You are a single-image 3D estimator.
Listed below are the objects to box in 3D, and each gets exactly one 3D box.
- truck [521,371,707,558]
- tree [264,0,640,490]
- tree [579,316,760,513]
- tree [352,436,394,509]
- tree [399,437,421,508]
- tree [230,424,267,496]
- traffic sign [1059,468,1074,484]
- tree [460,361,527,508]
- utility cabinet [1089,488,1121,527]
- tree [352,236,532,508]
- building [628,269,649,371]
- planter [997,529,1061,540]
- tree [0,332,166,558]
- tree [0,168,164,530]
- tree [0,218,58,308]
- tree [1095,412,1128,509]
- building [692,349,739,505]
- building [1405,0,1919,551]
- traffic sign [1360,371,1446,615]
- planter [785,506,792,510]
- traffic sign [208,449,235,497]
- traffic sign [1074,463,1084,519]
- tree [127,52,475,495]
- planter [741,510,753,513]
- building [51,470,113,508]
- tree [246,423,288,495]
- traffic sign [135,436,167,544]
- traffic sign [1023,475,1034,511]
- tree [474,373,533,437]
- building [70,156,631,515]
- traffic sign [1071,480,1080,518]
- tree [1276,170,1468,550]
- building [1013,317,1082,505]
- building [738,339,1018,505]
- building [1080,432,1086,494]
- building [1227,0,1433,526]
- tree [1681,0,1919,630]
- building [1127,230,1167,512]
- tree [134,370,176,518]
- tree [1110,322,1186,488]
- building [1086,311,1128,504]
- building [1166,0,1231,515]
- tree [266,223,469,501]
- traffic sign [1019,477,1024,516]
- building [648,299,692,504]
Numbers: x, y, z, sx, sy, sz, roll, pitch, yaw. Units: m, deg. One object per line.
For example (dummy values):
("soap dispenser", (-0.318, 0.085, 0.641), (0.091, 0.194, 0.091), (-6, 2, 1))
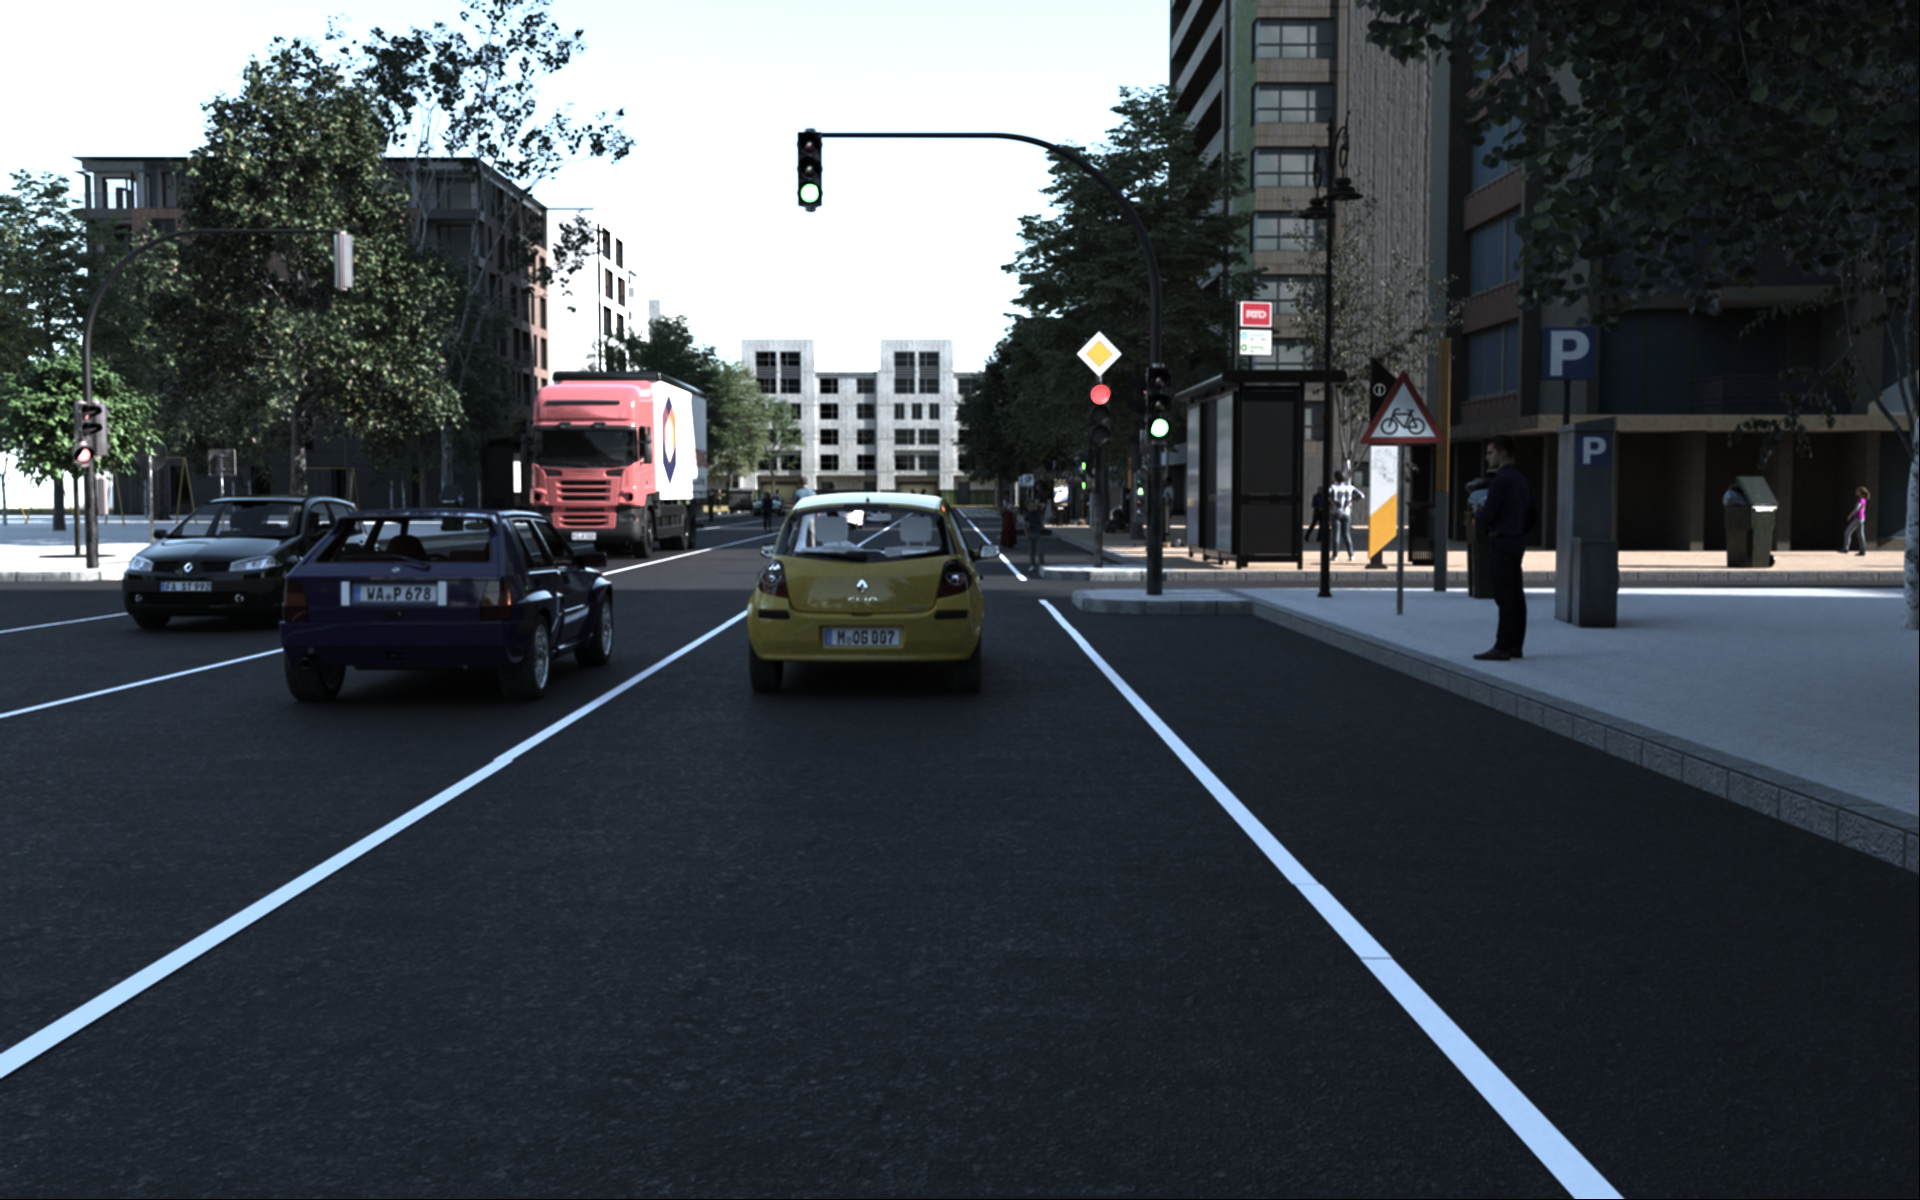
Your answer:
("truck", (-8.097, -3.242, 41.920), (2.839, 4.237, 11.283), (0, 4, -1))
("tree", (-17.368, -12.443, 59.327), (12.611, 20.169, 13.585), (0, 3, 0))
("tree", (-18.477, -10.684, 100.440), (9.928, 11.665, 9.643), (0, 3, 0))
("tree", (-31.564, -8.863, 95.269), (4.360, 8.622, 3.978), (0, 3, 0))
("tree", (-33.221, -9.341, 103.093), (4.737, 8.622, 4.395), (0, 3, 0))
("tree", (-42.547, -9.267, 101.879), (4.360, 8.622, 3.978), (0, 3, 0))
("traffic sign", (5.255, -5.190, 84.963), (0.768, 2.556, 0.104), (0, 4, 2))
("tree", (-25.965, -8.803, 94.292), (4.737, 8.622, 4.395), (0, 3, 0))
("utility cabinet", (5.516, -3.490, 65.737), (1.173, 1.500, 0.318), (-1, 4, -16))
("tree", (-26.351, -10.936, 85.461), (9.857, 13.997, 8.962), (0, 3, 0))
("building", (-34.076, -17.575, 143.772), (16.016, 20.091, 11.380), (0, 4, -1))
("planter", (2.181, -2.082, 55.188), (1.991, 0.319, 1.994), (0, 4, -1))
("tree", (-18.108, -3.152, 35.245), (4.285, 4.588, 4.351), (0, 3, 0))
("tree", (-32.420, -8.749, 61.171), (7.486, 12.596, 7.792), (0, 3, 0))
("tree", (-25.929, -5.855, 46.090), (4.737, 8.622, 4.395), (0, 3, 0))
("tree", (8.712, -8.715, 92.860), (4.360, 8.622, 3.978), (0, 3, 0))
("building", (-40.692, -20.687, 204.687), (31.486, 18.905, 16.747), (0, 4, -1))
("building", (26.861, -24.007, 47.132), (28.867, 44.769, 22.147), (0, 4, -1))
("traffic sign", (4.676, -1.122, 18.345), (0.884, 2.594, 0.081), (1, 4, 9))
("planter", (-15.874, -8.459, 159.441), (1.991, 0.319, 1.994), (0, 4, -1))
("traffic sign", (-16.768, -2.278, 39.371), (0.606, 2.300, 0.079), (0, 4, 1))
("traffic sign", (5.116, -4.401, 72.056), (0.768, 2.556, 0.104), (1, 4, 9))
("tree", (-17.283, -7.842, 45.220), (9.611, 12.733, 9.660), (0, 3, 0))
("planter", (-15.631, -6.809, 132.458), (1.991, 0.319, 1.994), (0, 4, -1))
("building", (-72.685, -13.886, 169.177), (28.070, 9.664, 9.099), (0, 4, -1))
("tree", (-37.780, -8.694, 92.514), (4.737, 8.622, 4.395), (0, 3, 0))
("traffic sign", (-17.698, -2.310, 37.882), (0.768, 2.556, 0.104), (1, 4, 9))
("traffic sign", (3.528, -5.352, 89.642), (0.606, 2.300, 0.079), (1, 4, 9))
("tree", (-27.206, -9.254, 101.660), (4.360, 8.622, 3.978), (0, 3, 0))
("building", (-39.860, -16.974, 121.505), (27.936, 21.610, 32.646), (0, 4, -1))
("traffic sign", (5.819, -5.160, 84.366), (0.884, 2.594, 0.081), (0, 4, 7))
("tree", (9.058, -5.458, 39.594), (4.360, 8.622, 3.978), (0, 3, 0))
("building", (22.925, -22.440, 210.864), (32.646, 21.610, 27.936), (0, 4, -1))
("building", (-9.203, -20.733, 205.445), (31.486, 18.905, 16.747), (0, 4, -1))
("building", (19.403, -19.046, 167.818), (16.016, 20.091, 11.380), (0, 4, -1))
("building", (18.714, -23.970, 75.512), (14.154, 41.232, 14.086), (0, 4, -1))
("tree", (9.032, -4.040, 16.425), (4.360, 8.622, 3.978), (0, 3, 0))
("building", (20.286, -16.426, 124.985), (16.016, 20.091, 11.380), (0, 4, -1))
("tree", (-43.851, -8.756, 93.523), (4.360, 8.622, 3.978), (0, 3, 0))
("tree", (8.070, -7.573, 74.187), (4.737, 8.622, 4.395), (0, 3, 0))
("building", (20.320, -17.123, 146.416), (16.747, 18.905, 31.486), (0, 4, -1))
("building", (23.260, -28.737, 93.553), (21.300, 48.544, 21.600), (0, 4, -1))
("tree", (-26.164, -10.016, 74.134), (12.009, 13.543, 11.850), (0, 3, 0))
("traffic sign", (3.654, -5.955, 99.490), (0.606, 2.300, 0.079), (0, 4, 2))
("building", (-42.873, -18.285, 165.418), (31.486, 18.905, 16.747), (0, 4, -1))
